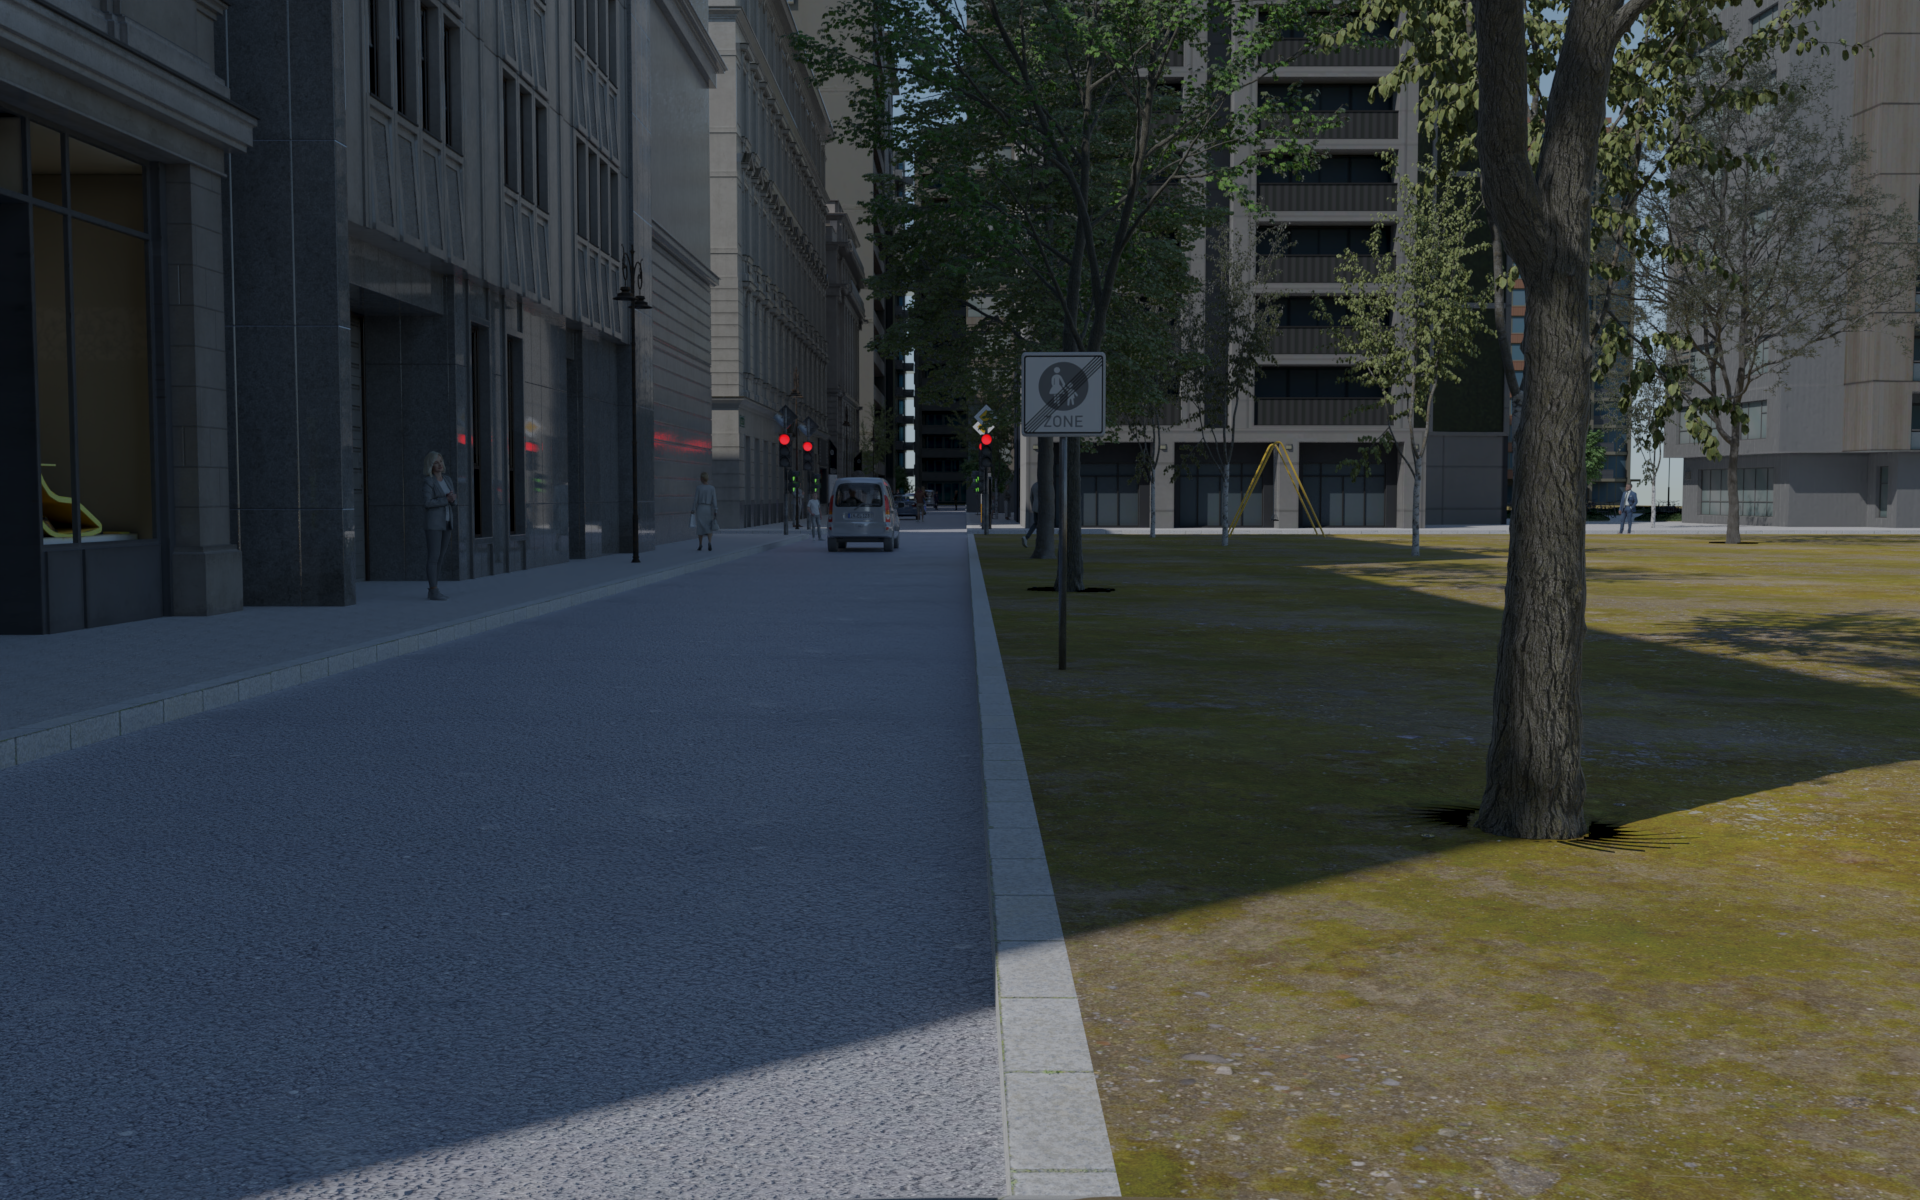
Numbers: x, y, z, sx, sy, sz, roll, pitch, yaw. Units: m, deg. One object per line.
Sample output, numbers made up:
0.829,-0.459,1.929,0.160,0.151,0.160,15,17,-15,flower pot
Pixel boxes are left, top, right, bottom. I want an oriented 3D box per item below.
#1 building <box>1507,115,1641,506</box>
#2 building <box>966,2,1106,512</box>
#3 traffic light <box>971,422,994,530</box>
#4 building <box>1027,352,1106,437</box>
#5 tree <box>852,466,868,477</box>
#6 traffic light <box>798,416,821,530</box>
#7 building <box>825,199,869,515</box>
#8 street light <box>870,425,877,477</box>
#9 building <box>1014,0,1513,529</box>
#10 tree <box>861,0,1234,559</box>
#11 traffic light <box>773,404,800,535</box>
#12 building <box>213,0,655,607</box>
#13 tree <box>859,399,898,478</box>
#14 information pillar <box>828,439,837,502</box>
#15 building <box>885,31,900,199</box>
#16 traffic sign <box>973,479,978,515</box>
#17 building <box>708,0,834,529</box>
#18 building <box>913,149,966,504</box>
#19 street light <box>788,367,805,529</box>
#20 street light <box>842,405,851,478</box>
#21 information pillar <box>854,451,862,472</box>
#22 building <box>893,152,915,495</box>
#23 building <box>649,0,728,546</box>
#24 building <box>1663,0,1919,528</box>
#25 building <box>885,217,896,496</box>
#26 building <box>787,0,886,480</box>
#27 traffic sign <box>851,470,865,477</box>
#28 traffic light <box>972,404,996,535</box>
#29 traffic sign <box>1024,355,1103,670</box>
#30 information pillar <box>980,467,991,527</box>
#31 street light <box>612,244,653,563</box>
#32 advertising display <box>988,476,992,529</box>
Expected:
63.629,-33.417,200.996,28.867,44.769,22.147,0,4,0,building
7.484,-27.071,126.209,14.154,41.232,14.086,0,4,0,building
0.829,-4.489,62.313,0.839,4.253,0.868,0,4,0,traffic light
15.010,-33.919,96.567,21.231,58.520,28.212,0,4,0,building
-6.080,-6.751,104.984,1.663,3.219,1.824,0,3,0,tree
-5.432,-4.489,62.313,0.839,4.253,0.868,0,4,0,traffic light
-13.462,-16.942,118.801,13.314,21.916,24.055,0,4,0,building
-5.778,-8.742,115.720,0.468,5.910,1.993,0,4,0,street light
12.786,-38.787,72.426,20.611,71.187,20.563,0,4,0,building
1.699,-7.124,34.599,7.486,12.596,7.792,0,3,0,tree
-5.453,-4.000,54.328,0.839,4.253,0.868,0,4,0,traffic light
-12.994,-12.899,28.921,12.078,24.808,19.932,0,4,0,building
-6.735,-11.257,134.421,4.737,8.622,4.395,0,3,0,tree
-5.443,-5.056,74.021,0.183,3.616,0.504,3,4,36,information pillar
-21.091,-37.216,197.712,27.495,52.752,28.713,0,4,0,building
1.056,-6.235,104.072,0.606,2.300,0.079,1,4,9,traffic sign
-15.935,-18.830,84.279,17.030,29.872,44.131,0,4,0,building
4.703,-37.213,232.131,21.600,48.544,21.300,0,4,0,building
-5.930,-5.513,62.918,0.468,5.910,1.993,0,4,0,street light
-5.850,-7.143,89.570,0.468,5.910,1.993,0,4,0,street light
-5.520,-6.280,94.026,0.504,3.616,0.183,2,4,31,information pillar
-21.322,-37.540,233.384,30.456,49.044,23.786,0,4,0,building
-19.119,-12.521,46.522,24.055,21.916,13.314,0,4,0,building
38.123,-23.579,69.106,14.086,41.232,14.154,0,4,0,building
-13.528,-24.135,166.314,14.160,30.474,14.107,0,4,0,building
-17.531,-32.064,147.952,21.300,48.544,21.600,0,4,0,building
-5.470,-5.691,93.151,0.768,2.556,0.104,0,4,5,traffic sign
0.809,-4.000,54.328,0.839,4.253,0.868,0,4,0,traffic light
0.747,-0.639,12.586,0.606,2.300,0.079,0,4,2,traffic sign
1.018,-4.705,68.288,0.504,3.616,0.183,-3,5,-44,information pillar
-6.064,-3.635,32.227,0.468,5.910,1.993,0,4,0,street light
1.112,-3.570,63.584,0.123,1.923,0.974,0,4,3,advertising display
